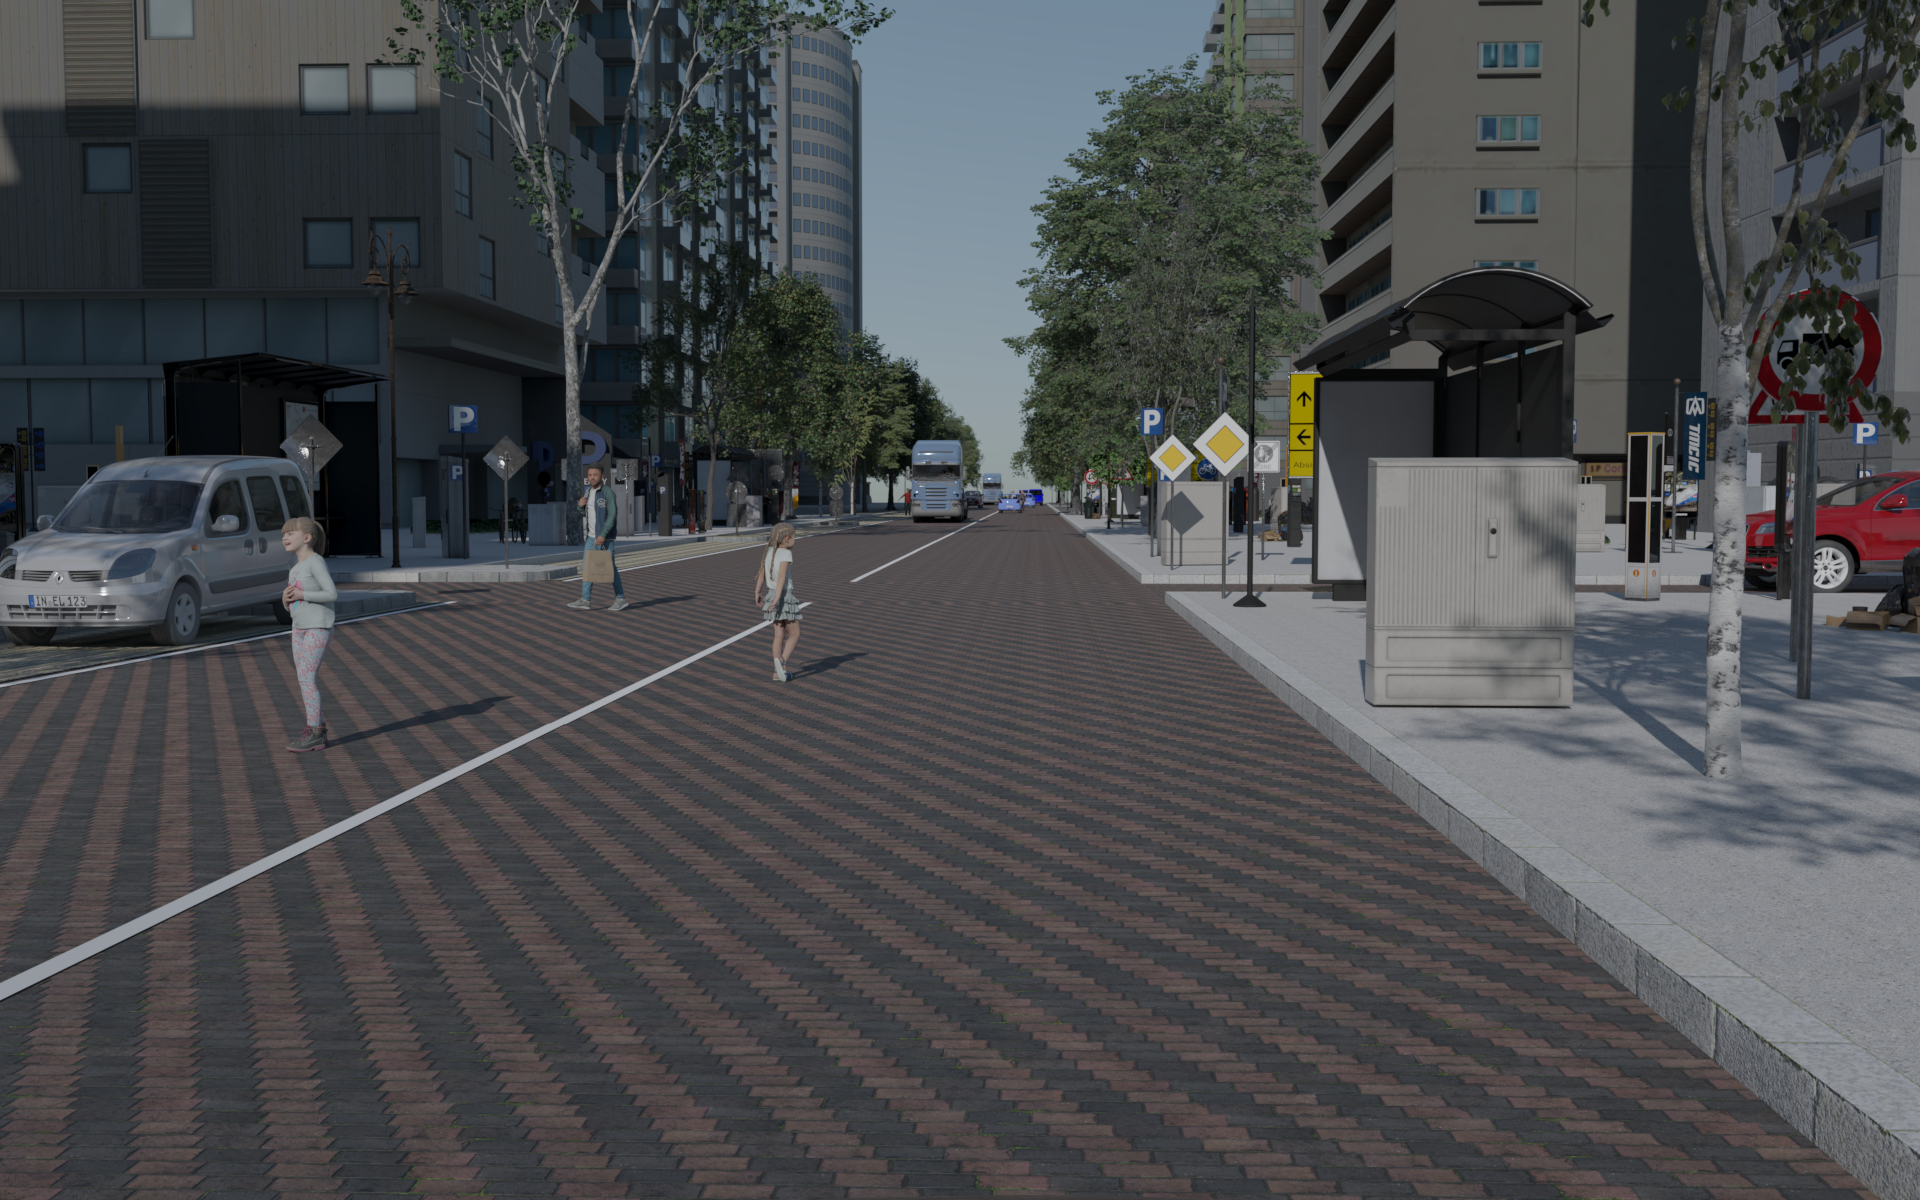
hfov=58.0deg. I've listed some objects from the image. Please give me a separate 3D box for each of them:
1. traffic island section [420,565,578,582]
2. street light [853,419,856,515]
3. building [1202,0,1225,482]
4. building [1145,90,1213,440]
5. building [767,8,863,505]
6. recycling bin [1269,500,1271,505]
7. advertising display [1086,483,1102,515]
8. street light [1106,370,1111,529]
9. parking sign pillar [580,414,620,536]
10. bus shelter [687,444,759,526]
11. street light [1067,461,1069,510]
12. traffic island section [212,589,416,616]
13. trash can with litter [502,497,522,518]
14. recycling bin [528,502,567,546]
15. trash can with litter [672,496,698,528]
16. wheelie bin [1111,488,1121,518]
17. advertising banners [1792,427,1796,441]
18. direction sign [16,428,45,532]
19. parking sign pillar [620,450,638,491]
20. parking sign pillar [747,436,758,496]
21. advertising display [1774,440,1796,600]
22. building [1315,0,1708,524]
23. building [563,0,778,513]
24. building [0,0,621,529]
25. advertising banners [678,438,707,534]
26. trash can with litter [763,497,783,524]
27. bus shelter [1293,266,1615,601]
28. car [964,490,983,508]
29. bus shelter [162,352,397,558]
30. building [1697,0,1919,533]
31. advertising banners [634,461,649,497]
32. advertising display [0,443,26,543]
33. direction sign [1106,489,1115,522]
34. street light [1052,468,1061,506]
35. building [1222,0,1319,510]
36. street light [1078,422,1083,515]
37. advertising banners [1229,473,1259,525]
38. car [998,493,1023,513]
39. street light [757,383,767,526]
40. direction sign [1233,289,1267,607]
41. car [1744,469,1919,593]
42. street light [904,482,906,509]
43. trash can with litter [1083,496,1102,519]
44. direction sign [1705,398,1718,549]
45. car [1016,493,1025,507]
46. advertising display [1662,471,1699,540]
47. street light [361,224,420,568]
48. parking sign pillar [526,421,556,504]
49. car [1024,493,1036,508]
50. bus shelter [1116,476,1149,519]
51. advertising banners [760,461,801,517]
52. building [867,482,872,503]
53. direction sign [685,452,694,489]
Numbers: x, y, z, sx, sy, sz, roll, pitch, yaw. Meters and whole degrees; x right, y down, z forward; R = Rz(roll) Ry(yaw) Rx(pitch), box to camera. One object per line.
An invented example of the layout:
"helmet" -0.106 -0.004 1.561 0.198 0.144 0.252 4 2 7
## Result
"traffic island section" -7.788 -0.454 29.706 2.009 0.180 2.903 0 4 2
"street light" -6.470 -8.174 106.427 0.468 5.910 1.993 0 4 2
"building" 33.062 -32.561 151.977 23.786 49.044 30.456 0 4 2
"building" 38.198 -38.797 223.566 28.713 52.752 27.495 0 4 2
"building" -23.856 -41.061 213.350 21.231 58.520 28.212 0 4 2
"recycling bin" 14.019 -3.872 75.865 0.722 1.027 0.722 -2 4 -27
"advertising display" 7.214 -5.378 93.138 0.974 1.923 0.123 3 5 40
"street light" 5.476 -5.553 63.581 0.468 5.910 1.993 0 4 2
"parking sign pillar" -11.435 -3.985 53.625 1.447 3.967 1.447 0 4 -5
"bus shelter" -9.809 -4.779 72.066 2.014 3.302 5.546 0 4 3
"street light" 8.679 -10.185 139.308 0.468 5.910 1.993 0 4 2
"traffic island section" -8.130 0.034 21.728 2.009 0.180 2.903 0 4 2
"trash can with litter" -16.414 -3.135 62.647 0.624 1.170 1.055 3 4 38
"recycling bin" -10.321 -1.881 43.316 0.722 1.027 0.722 1 4 11
"trash can with litter" -10.376 -3.343 65.721 1.678 1.210 2.233 -1 4 -17
"wheelie bin" 8.296 -5.102 91.325 0.980 1.594 0.693 2 4 30
"advertising banners" 21.311 -3.012 45.431 0.090 3.025 2.074 -2 4 -32
"direction sign" -31.666 -4.104 59.092 0.876 3.537 0.379 0 4 -7
"parking sign pillar" -18.226 -6.475 94.341 1.447 3.967 1.447 -1 4 -13
"parking sign pillar" -9.725 -5.618 80.319 1.447 3.967 1.447 0 4 8
"advertising display" 10.171 -0.977 21.184 0.123 1.923 0.974 3 5 41
"building" 29.496 -28.054 82.390 21.300 48.544 21.600 0 4 2
"building" -28.094 -32.487 150.766 23.786 49.044 30.456 0 4 2
"building" -31.265 -29.661 74.199 28.713 52.752 27.495 0 4 2
"advertising banners" -8.581 -3.625 55.459 0.090 3.025 2.074 1 4 16
"trash can with litter" -8.059 -3.830 74.000 0.624 1.170 1.055 2 4 34
"bus shelter" 4.894 -1.482 18.162 2.014 3.302 5.546 0 4 3
"car" 1.246 -10.270 176.590 2.281 1.827 5.304 0 4 4
"bus shelter" -12.289 -2.478 31.806 1.731 3.624 6.357 0 4 3
"building" 38.658 -30.931 47.715 28.212 58.520 21.231 0 4 2
"advertising banners" -17.406 -5.893 92.533 2.074 3.025 0.090 2 4 28
"advertising display" -12.310 -1.029 22.036 0.974 1.923 0.123 1 4 18
"direction sign" 6.912 -5.349 79.450 0.379 3.537 0.876 0 4 -1
"street light" 12.383 -15.285 222.697 0.468 5.910 1.993 0 4 2
"building" 26.608 -27.314 130.185 14.154 41.232 14.086 0 4 2
"street light" 7.290 -8.011 103.765 0.468 5.910 1.993 0 4 2
"advertising banners" 11.550 -4.581 71.086 0.090 3.025 2.074 -3 4 -38
"car" 3.794 -7.402 130.610 1.945 1.707 3.694 0 4 4
"street light" -8.048 -5.958 70.195 0.468 5.910 1.993 0 4 2
"direction sign" 3.306 -1.692 19.657 0.379 3.537 0.876 1 4 10
"car" 13.948 -1.028 25.479 5.304 1.827 2.281 0 4 1
"street light" -4.679 -10.685 147.488 0.468 5.910 1.993 0 4 2
"trash can with litter" 6.816 -4.727 88.668 1.055 1.170 0.624 3 5 43
"direction sign" 17.730 -2.973 40.610 0.379 3.537 0.876 0 4 -5
"car" 6.263 -11.022 189.808 1.945 1.707 3.694 0 4 2
"advertising display" 20.122 -2.641 48.400 0.974 1.923 0.123 0 4 2
"street light" -9.825 -3.500 30.009 0.468 5.910 1.993 0 4 2
"parking sign pillar" -15.500 -4.628 64.134 1.447 3.967 1.447 1 4 18
"car" 6.887 -10.352 178.850 1.945 1.707 3.694 0 4 2
"bus shelter" 8.545 -5.564 84.890 2.014 3.302 5.546 0 4 2
"advertising banners" -9.497 -5.902 92.691 2.074 3.025 0.090 -1 4 -13
"building" -28.984 -33.541 240.271 32.217 40.220 23.993 0 4 2
"direction sign" -14.328 -6.138 92.347 0.876 3.537 0.379 0 4 4
